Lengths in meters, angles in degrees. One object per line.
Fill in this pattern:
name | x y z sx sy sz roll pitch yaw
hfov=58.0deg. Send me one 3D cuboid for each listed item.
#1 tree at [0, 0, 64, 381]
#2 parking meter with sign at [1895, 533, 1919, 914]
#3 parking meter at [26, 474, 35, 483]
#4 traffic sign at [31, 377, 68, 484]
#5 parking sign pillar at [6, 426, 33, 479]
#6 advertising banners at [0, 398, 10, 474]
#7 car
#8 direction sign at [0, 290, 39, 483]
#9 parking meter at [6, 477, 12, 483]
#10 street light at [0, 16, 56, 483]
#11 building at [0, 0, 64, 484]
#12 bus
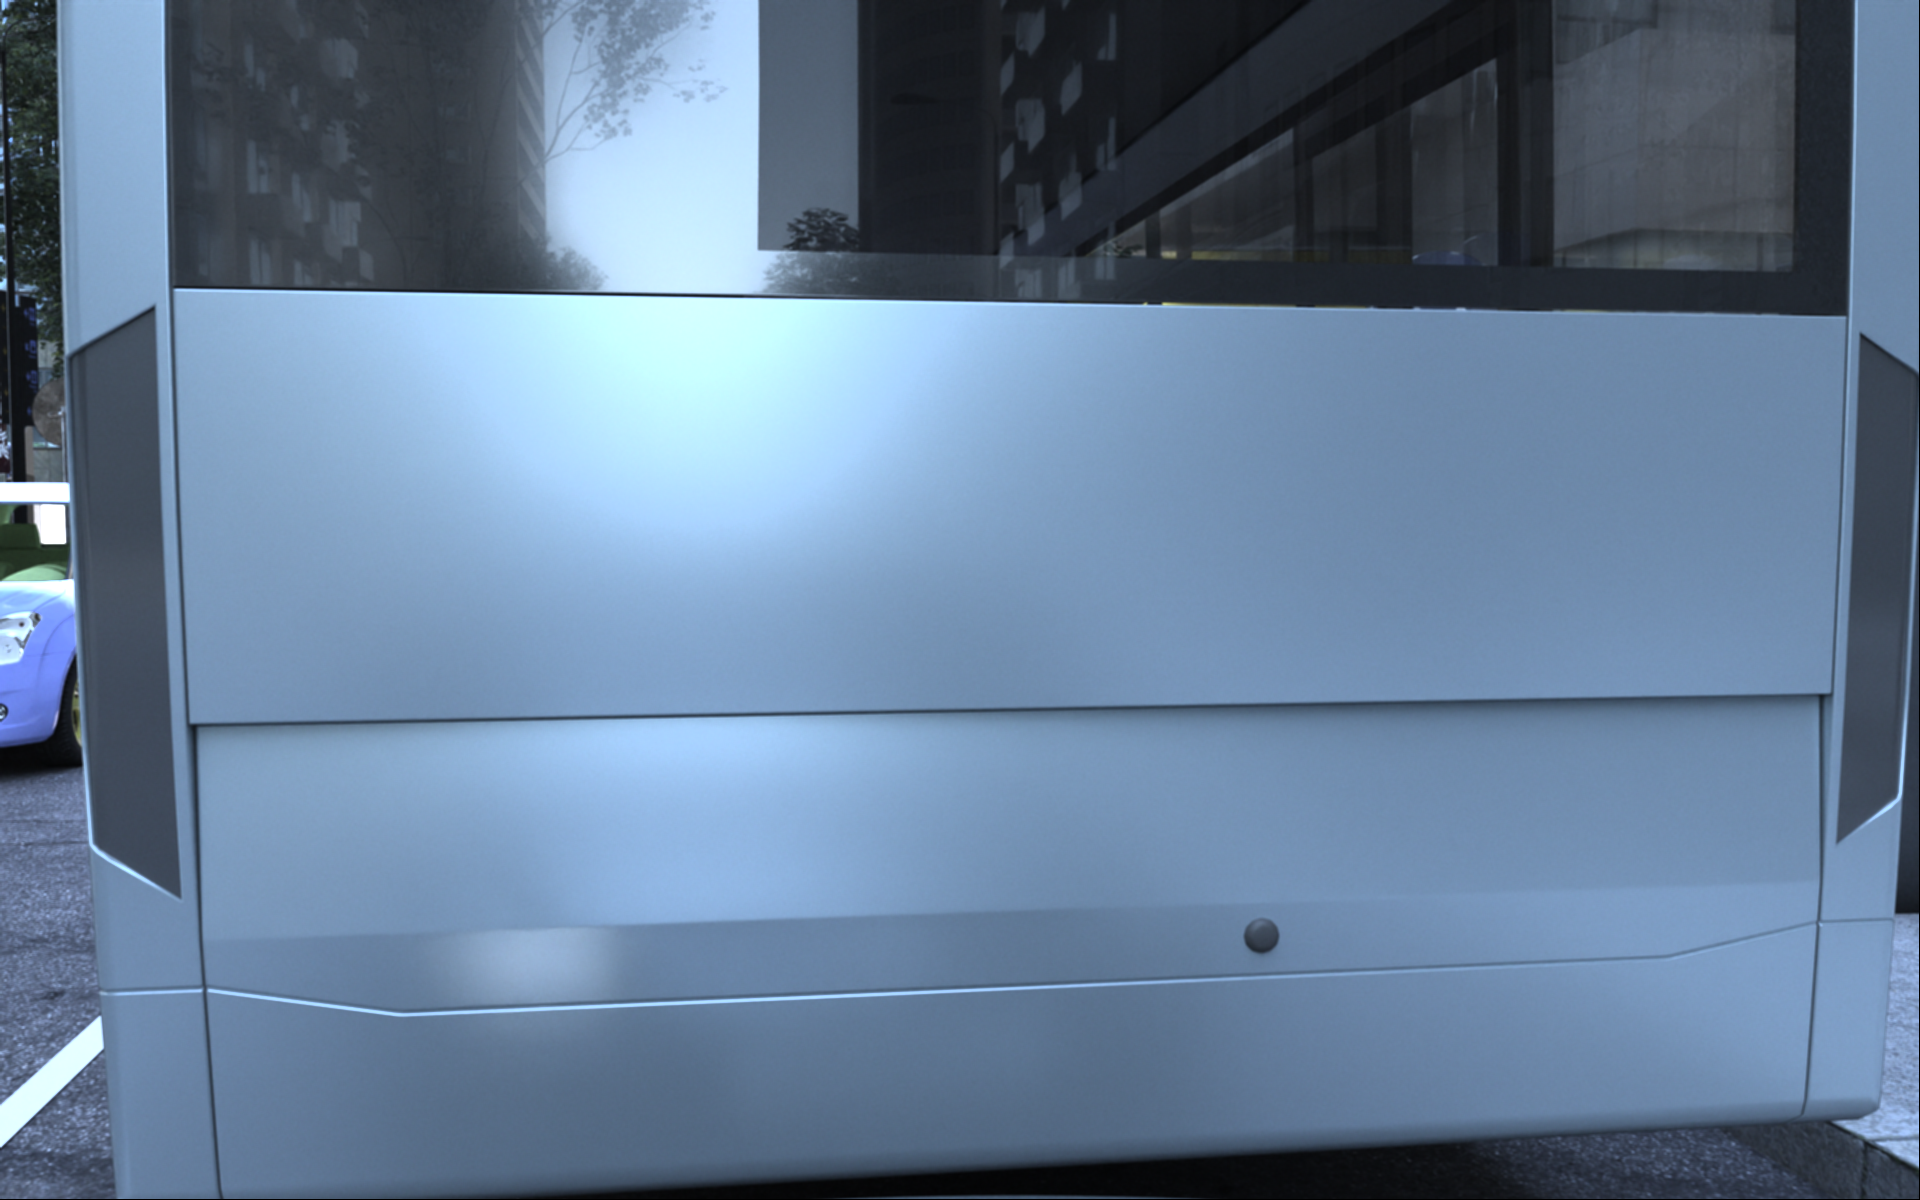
tree | -12.386 -7.540 29.941 9.857 13.997 8.962 0 3 0
parking meter with sign | 2.986 -0.568 5.547 0.543 3.016 1.738 0 4 -2
parking meter | -24.877 -2.477 46.212 0.399 1.863 0.255 -3 5 -41
traffic sign | -9.732 -1.149 18.894 0.768 2.556 0.104 0 4 -2
parking sign pillar | -35.587 -4.715 65.569 1.447 3.967 1.447 0 4 -1
advertising banners | -12.598 -1.586 22.124 0.090 3.025 2.074 0 4 -2
car | -5.592 -0.032 10.109 1.945 1.707 3.694 -1 4 -8
direction sign | -10.675 -1.695 19.709 0.379 3.537 0.876 0 4 -4
parking meter | -31.453 -3.168 57.505 0.255 1.863 0.399 0 4 -6
street light | -8.513 -2.695 16.605 1.470 5.913 1.316 -1 4 -9
building | -37.358 -47.216 84.655 22.319 86.520 31.000 -1 4 -9
bus | -0.838 -0.856 8.863 2.948 3.499 13.247 -1 4 -9
